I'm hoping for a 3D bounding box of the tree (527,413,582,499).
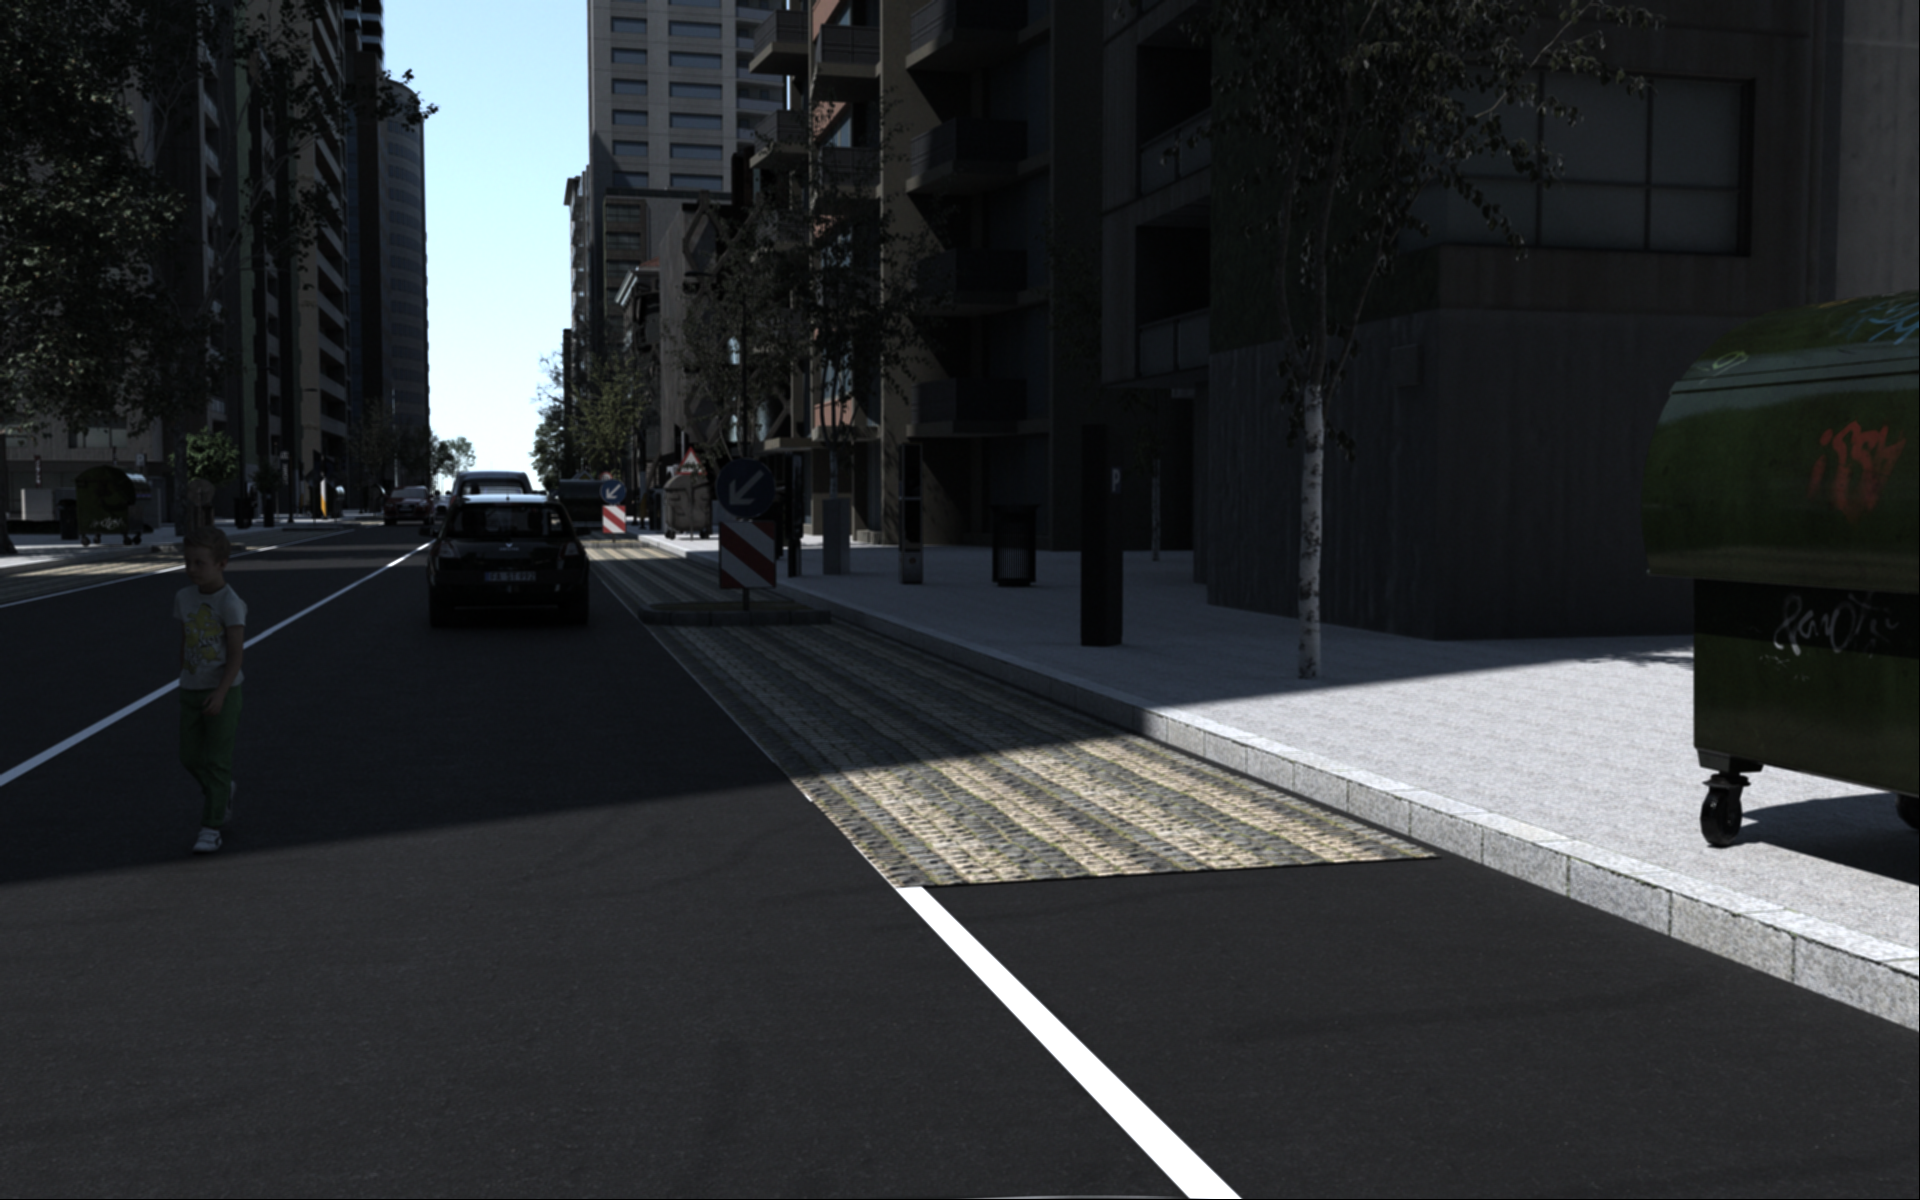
[{"bbox_3d":[-54.049,-19.170,231.547,7.486,12.596,7.792,0,3,0],"label":"tree"}]

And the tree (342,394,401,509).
[{"bbox_3d":[-44.903,-11.099,131.827,4.360,8.622,3.978,0,3,0],"label":"tree"}]

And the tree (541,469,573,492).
[{"bbox_3d":[-46.069,-13.490,204.271,4.285,4.588,4.351,0,3,0],"label":"tree"}]

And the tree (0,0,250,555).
[{"bbox_3d":[-20.638,-7.323,36.732,9.611,12.733,9.660,0,3,0],"label":"tree"}]

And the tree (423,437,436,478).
[{"bbox_3d":[-50.115,-12.680,157.675,4.360,8.622,3.978,0,3,0],"label":"tree"}]

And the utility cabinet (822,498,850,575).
[{"bbox_3d":[-2.002,-1.030,28.009,0.306,1.237,1.020,0,4,5],"label":"utility cabinet"}]

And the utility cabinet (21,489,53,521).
[{"bbox_3d":[-40.076,-4.068,75.187,0.318,1.500,1.173,2,4,34],"label":"utility cabinet"}]

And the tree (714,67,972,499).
[{"bbox_3d":[-2.040,-4.932,30.997,4.360,8.622,3.978,0,3,0],"label":"tree"}]

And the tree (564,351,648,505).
[{"bbox_3d":[-17.738,-8.426,88.129,4.737,8.622,4.395,0,3,0],"label":"tree"}]

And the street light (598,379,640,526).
[{"bbox_3d":[-13.734,-5.968,70.119,1.470,5.913,1.316,-1,4,-14],"label":"street light"}]

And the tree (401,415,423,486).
[{"bbox_3d":[-45.986,-11.443,137.461,4.360,8.622,3.978,0,3,0],"label":"tree"}]

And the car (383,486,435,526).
[{"bbox_3d":[-25.638,-4.406,80.703,2.281,1.827,5.304,-1,4,-14],"label":"car"}]

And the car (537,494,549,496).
[{"bbox_3d":[-47.132,-11.416,195.452,1.959,1.807,4.718,-1,4,-14],"label":"car"}]

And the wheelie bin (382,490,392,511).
[{"bbox_3d":[-43.366,-7.553,131.396,0.980,1.594,0.693,-2,4,-27],"label":"wheelie bin"}]

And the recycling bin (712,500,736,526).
[{"bbox_3d":[-9.649,-3.566,70.866,0.722,1.027,0.722,2,4,35],"label":"recycling bin"}]

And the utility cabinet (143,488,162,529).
[{"bbox_3d":[-29.857,-3.340,63.289,1.173,1.500,0.318,0,4,-6],"label":"utility cabinet"}]

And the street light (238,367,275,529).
[{"bbox_3d":[-25.701,-5.548,63.251,1.470,5.913,1.316,-1,4,-14],"label":"street light"}]

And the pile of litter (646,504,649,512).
[{"bbox_3d":[-17.507,-5.058,96.665,1.176,0.858,1.719,-3,5,-41],"label":"pile of litter"}]

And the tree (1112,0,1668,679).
[{"bbox_3d":[2.669,-3.761,11.859,4.360,8.622,3.978,0,3,0],"label":"tree"}]

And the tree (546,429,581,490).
[{"bbox_3d":[-42.710,-14.439,186.440,4.360,8.622,3.978,0,3,0],"label":"tree"}]

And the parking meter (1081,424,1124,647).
[{"bbox_3d":[1.208,-0.550,14.697,0.255,1.863,0.399,2,4,27],"label":"parking meter"}]

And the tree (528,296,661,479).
[{"bbox_3d":[-21.693,-12.068,107.674,12.009,13.543,11.850,0,3,0],"label":"tree"}]

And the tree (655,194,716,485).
[{"bbox_3d":[-5.230,-5.582,41.620,4.360,8.622,3.978,0,3,0],"label":"tree"}]

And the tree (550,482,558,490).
[{"bbox_3d":[-56.438,-15.087,241.272,1.663,3.219,1.824,0,3,0],"label":"tree"}]

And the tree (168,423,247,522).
[{"bbox_3d":[-35.065,-5.935,80.750,4.285,4.588,4.351,0,3,0],"label":"tree"}]

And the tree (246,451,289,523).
[{"bbox_3d":[-31.169,-5.097,77.945,1.663,3.219,1.824,0,3,0],"label":"tree"}]

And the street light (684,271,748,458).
[{"bbox_3d":[-5.049,-3.900,36.312,1.470,5.913,1.316,-1,4,-14],"label":"street light"}]

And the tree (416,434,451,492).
[{"bbox_3d":[-64.437,-15.983,211.685,4.737,8.622,4.395,0,3,0],"label":"tree"}]

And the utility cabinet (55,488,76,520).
[{"bbox_3d":[-32.468,-3.333,63.172,0.318,1.500,1.173,1,4,8],"label":"utility cabinet"}]

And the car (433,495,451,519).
[{"bbox_3d":[-29.301,-5.291,98.865,2.083,1.381,4.827,-1,4,-15],"label":"car"}]

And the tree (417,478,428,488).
[{"bbox_3d":[-58.035,-11.786,187.309,1.663,3.219,1.824,0,3,0],"label":"tree"}]

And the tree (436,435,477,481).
[{"bbox_3d":[-88.087,-23.046,302.561,9.928,11.665,9.643,0,3,0],"label":"tree"}]

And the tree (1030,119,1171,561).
[{"bbox_3d":[3.516,-5.052,32.961,4.737,8.622,4.395,0,3,0],"label":"tree"}]

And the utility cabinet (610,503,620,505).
[{"bbox_3d":[-19.241,-5.142,95.237,1.020,1.237,0.306,-3,4,-36],"label":"utility cabinet"}]

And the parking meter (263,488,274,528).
[{"bbox_3d":[-26.580,-3.558,66.577,0.372,1.533,0.369,0,3,0],"label":"parking meter"}]

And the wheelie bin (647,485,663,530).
[{"bbox_3d":[-10.740,-3.287,61.645,0.693,1.594,0.980,-2,4,-32],"label":"wheelie bin"}]

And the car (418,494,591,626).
[{"bbox_3d":[-5.311,-0.643,20.298,2.009,1.686,4.222,-1,4,-15],"label":"car"}]

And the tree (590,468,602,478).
[{"bbox_3d":[-27.314,-8.251,129.511,1.663,3.219,1.824,0,3,0],"label":"tree"}]

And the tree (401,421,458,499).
[{"bbox_3d":[-67.903,-17.598,222.142,7.601,10.594,8.767,2,4,27],"label":"tree"}]

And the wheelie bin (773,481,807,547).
[{"bbox_3d":[-4.200,-2.087,42.030,0.980,1.594,0.693,0,4,1],"label":"wheelie bin"}]

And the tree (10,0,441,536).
[{"bbox_3d":[-22.527,-11.960,51.435,12.611,20.169,13.585,0,3,0],"label":"tree"}]
